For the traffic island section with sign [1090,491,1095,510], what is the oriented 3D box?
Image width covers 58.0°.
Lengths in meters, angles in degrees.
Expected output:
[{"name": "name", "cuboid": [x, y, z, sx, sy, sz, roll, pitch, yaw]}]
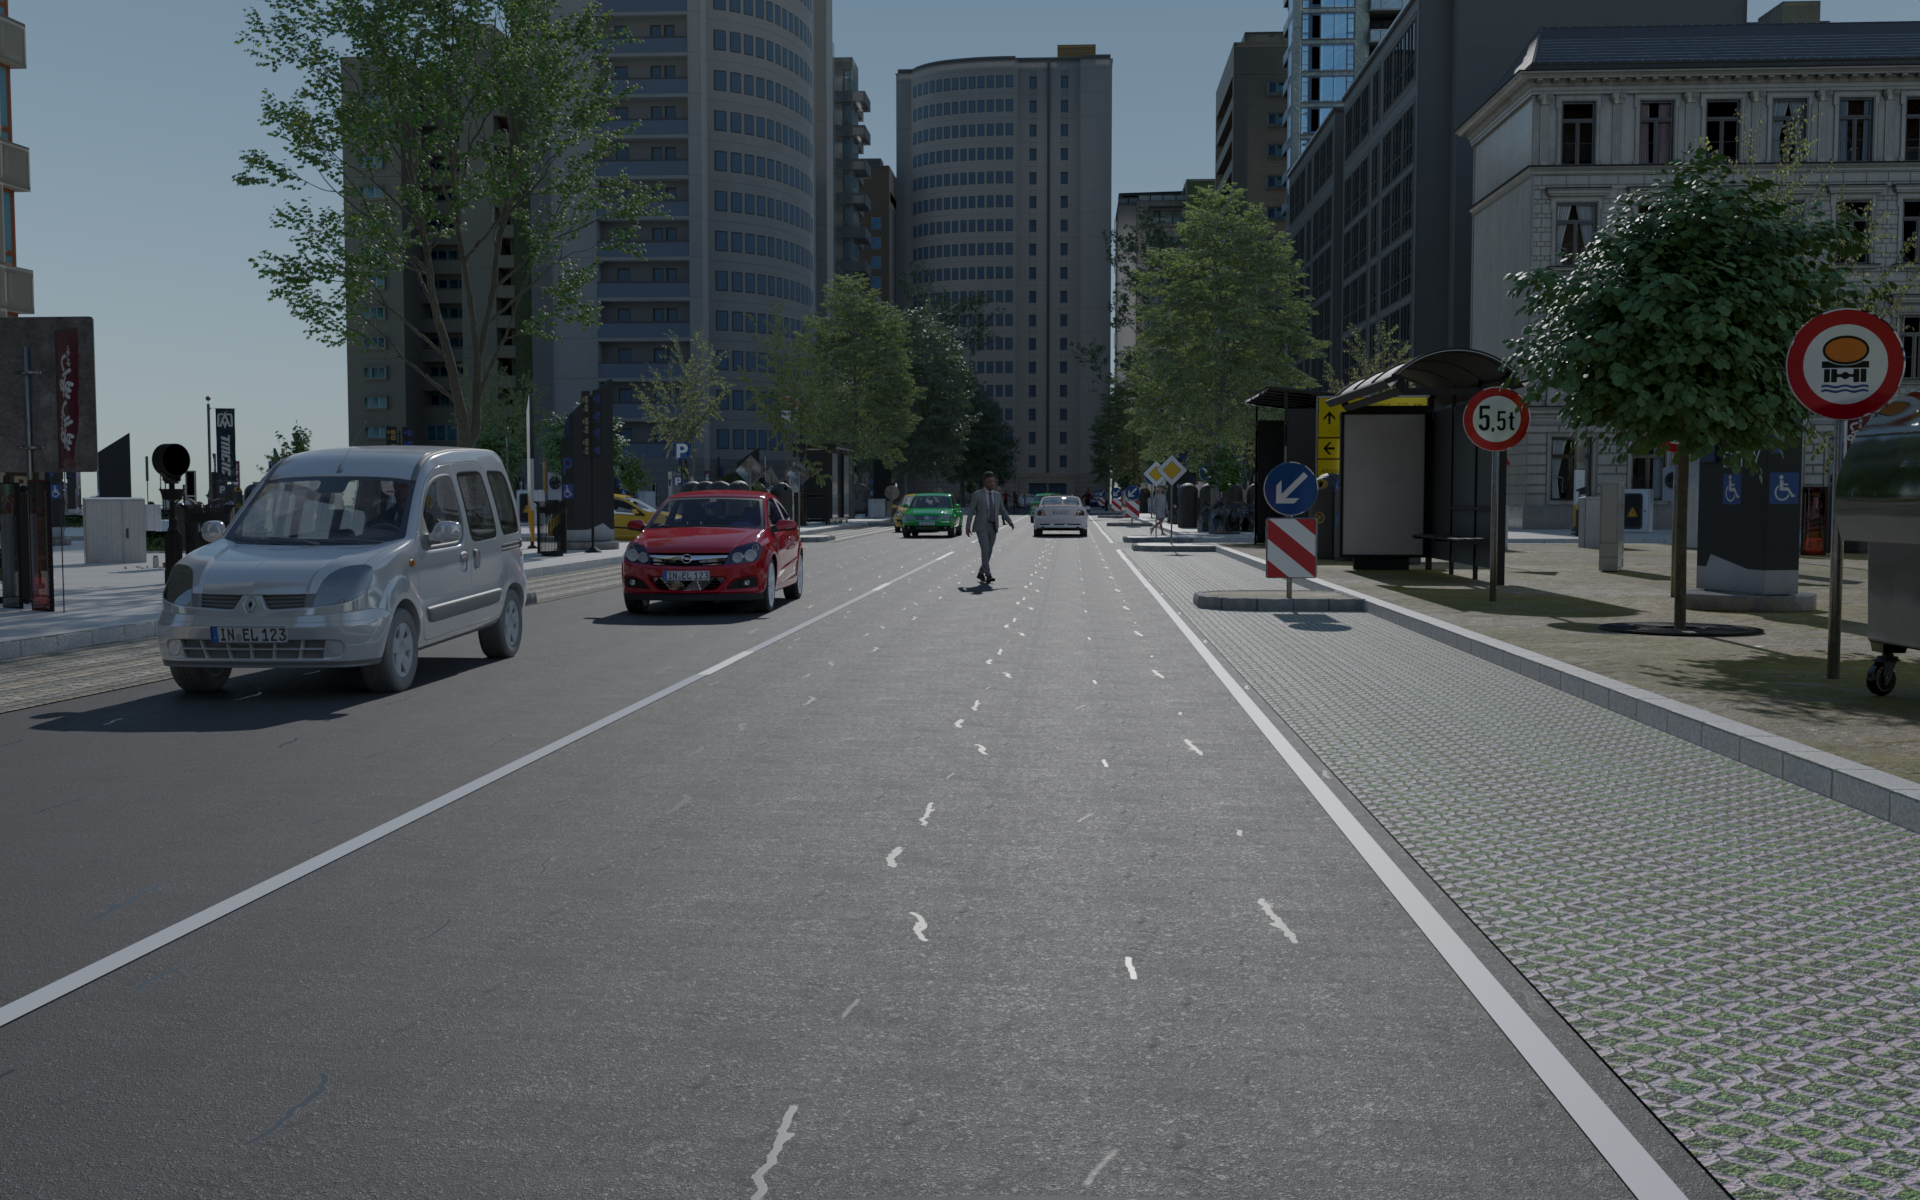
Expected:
[{"name": "traffic island section with sign", "cuboid": [12.435, -8.865, 153.574, 1.989, 1.847, 2.006, 0, 4, 4]}]

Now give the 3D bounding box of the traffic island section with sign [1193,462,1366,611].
[{"name": "traffic island section with sign", "cuboid": [3.998, -0.818, 22.004, 1.989, 1.847, 2.006, 0, 4, 4]}]

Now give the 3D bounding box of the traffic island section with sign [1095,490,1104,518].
[{"name": "traffic island section with sign", "cuboid": [9.234, -5.812, 103.659, 1.989, 1.847, 2.006, 0, 4, 4]}]

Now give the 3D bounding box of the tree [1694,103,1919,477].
[{"name": "tree", "cuboid": [15.750, -5.051, 32.951, 4.360, 8.622, 3.978, 0, 3, 0]}]

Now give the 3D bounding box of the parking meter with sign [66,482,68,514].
[{"name": "parking meter with sign", "cuboid": [-59.194, -7.210, 114.145, 1.738, 3.016, 0.543, 2, 4, 26]}]

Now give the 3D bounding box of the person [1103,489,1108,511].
[{"name": "person", "cuboid": [12.233, -8.354, 145.075, 0.705, 1.826, 1.348, 0, 4, -7]}]

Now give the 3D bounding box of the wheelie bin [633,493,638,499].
[{"name": "wheelie bin", "cuboid": [-19.228, -5.703, 101.155, 0.693, 1.594, 0.980, 2, 4, 33]}]

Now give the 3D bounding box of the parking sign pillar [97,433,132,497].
[{"name": "parking sign pillar", "cuboid": [-36.995, -5.337, 75.735, 1.447, 3.967, 1.447, -3, 4, -39]}]

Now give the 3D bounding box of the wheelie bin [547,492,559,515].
[{"name": "wheelie bin", "cuboid": [-24.665, -5.931, 104.880, 0.980, 1.594, 0.693, 2, 4, 28]}]

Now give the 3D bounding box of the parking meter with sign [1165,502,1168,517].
[{"name": "parking meter with sign", "cuboid": [12.162, -6.124, 96.392, 1.738, 3.016, 0.543, 0, 4, -6]}]

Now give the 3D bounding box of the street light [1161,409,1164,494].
[{"name": "street light", "cuboid": [10.228, -7.030, 87.724, 0.468, 5.910, 1.993, 0, 4, 4]}]

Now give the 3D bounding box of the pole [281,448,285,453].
[{"name": "pole", "cuboid": [-30.007, -5.077, 76.853, 0.158, 3.312, 0.155, 0, 3, 0]}]

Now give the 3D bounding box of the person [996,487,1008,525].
[{"name": "person", "cuboid": [1.807, -4.284, 78.949, 0.834, 1.777, 0.661, 3, 5, 40]}]

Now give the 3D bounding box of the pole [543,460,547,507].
[{"name": "pole", "cuboid": [-23.554, -6.386, 98.251, 0.158, 3.312, 0.155, 0, 3, 0]}]

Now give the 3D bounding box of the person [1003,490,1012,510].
[{"name": "person", "cuboid": [4.134, -9.094, 157.121, 1.348, 1.831, 0.705, 2, 4, 29]}]

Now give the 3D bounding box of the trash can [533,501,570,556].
[{"name": "trash can", "cuboid": [-8.433, -1.476, 35.784, 0.748, 1.137, 0.748, 0, 3, 0]}]

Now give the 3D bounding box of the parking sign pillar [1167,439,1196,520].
[{"name": "parking sign pillar", "cuboid": [10.889, -5.899, 84.923, 1.447, 3.967, 1.447, 2, 4, 33]}]

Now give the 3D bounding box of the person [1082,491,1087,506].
[{"name": "person", "cuboid": [13.916, -11.119, 190.393, 1.348, 1.812, 0.705, 2, 4, 29]}]

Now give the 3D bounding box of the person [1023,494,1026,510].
[{"name": "person", "cuboid": [5.954, -8.911, 157.413, 0.599, 1.433, 0.991, 0, 4, 1]}]

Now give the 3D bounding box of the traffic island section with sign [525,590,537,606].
[{"name": "traffic island section with sign", "cuboid": [-6.543, -0.829, 22.177, 1.989, 1.847, 2.006, 0, 4, 4]}]

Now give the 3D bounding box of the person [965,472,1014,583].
[{"name": "person", "cuboid": [0.446, -1.178, 28.038, 0.678, 1.792, 0.850, -2, 4, -27]}]

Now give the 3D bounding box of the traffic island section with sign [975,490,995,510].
[{"name": "traffic island section with sign", "cuboid": [1.939, -8.907, 154.254, 1.989, 1.847, 2.006, 0, 4, 4]}]

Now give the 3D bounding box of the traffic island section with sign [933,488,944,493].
[{"name": "traffic island section with sign", "cuboid": [-1.264, -5.852, 104.302, 1.989, 1.847, 2.006, 0, 4, 4]}]

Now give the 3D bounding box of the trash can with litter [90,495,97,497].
[{"name": "trash can with litter", "cuboid": [-58.977, -6.596, 118.908, 1.678, 1.210, 2.233, 3, 5, 43]}]

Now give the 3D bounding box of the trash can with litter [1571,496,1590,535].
[{"name": "trash can with litter", "cuboid": [19.998, -2.646, 54.318, 2.233, 1.210, 1.678, -3, 5, -40]}]

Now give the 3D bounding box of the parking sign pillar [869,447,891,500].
[{"name": "parking sign pillar", "cuboid": [-4.550, -6.748, 98.798, 1.447, 3.967, 1.447, -3, 5, -41]}]

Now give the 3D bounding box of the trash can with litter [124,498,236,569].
[{"name": "trash can with litter", "cuboid": [-13.192, -1.158, 29.993, 2.233, 1.210, 1.678, 1, 4, 23]}]

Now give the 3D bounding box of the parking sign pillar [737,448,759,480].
[{"name": "parking sign pillar", "cuboid": [-12.229, -6.822, 100.018, 1.447, 3.967, 1.447, 0, 4, -7]}]

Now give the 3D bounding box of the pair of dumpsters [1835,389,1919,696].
[{"name": "pair of dumpsters", "cuboid": [6.261, -0.393, 8.912, 1.574, 2.255, 4.437, 0, 4, 4]}]

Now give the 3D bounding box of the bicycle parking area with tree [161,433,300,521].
[{"name": "bicycle parking area with tree", "cuboid": [-33.069, -5.850, 82.653, 9.016, 4.147, 8.231, -3, 5, -42]}]

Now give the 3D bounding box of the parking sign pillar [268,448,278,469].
[{"name": "parking sign pillar", "cuboid": [-39.800, -6.866, 100.727, 1.447, 3.967, 1.447, -2, 4, -35]}]

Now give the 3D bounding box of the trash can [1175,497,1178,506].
[{"name": "trash can", "cuboid": [11.335, -4.706, 88.594, 0.748, 1.137, 0.748, 0, 3, 0]}]

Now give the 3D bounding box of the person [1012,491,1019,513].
[{"name": "person", "cuboid": [4.136, -7.255, 128.586, 0.415, 1.643, 0.593, 3, 5, 39]}]

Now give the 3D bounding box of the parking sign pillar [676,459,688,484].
[{"name": "parking sign pillar", "cuboid": [-15.326, -6.544, 95.465, 1.447, 3.967, 1.447, -1, 4, -18]}]

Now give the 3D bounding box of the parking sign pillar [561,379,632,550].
[{"name": "parking sign pillar", "cuboid": [-8.651, -3.166, 40.233, 1.447, 3.967, 1.447, 2, 4, 32]}]

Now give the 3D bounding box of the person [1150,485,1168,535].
[{"name": "person", "cuboid": [6.802, -3.061, 59.302, 0.760, 1.731, 0.466, 2, 4, 35]}]

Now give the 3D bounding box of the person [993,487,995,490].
[{"name": "person", "cuboid": [1.357, -3.895, 72.575, 0.661, 1.777, 0.834, 1, 4, 9]}]

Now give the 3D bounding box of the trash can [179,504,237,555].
[{"name": "trash can", "cuboid": [-10.513, -0.770, 24.240, 0.748, 1.137, 0.748, 0, 3, 0]}]

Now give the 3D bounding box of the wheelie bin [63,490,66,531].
[{"name": "wheelie bin", "cuboid": [-31.620, -3.218, 60.520, 0.693, 1.594, 0.980, -3, 4, -37]}]

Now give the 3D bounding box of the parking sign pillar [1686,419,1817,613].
[{"name": "parking sign pillar", "cuboid": [8.803, -1.886, 19.302, 1.447, 3.967, 1.447, -1, 4, -9]}]

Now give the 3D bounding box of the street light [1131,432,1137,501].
[{"name": "street light", "cuboid": [12.702, -9.397, 126.428, 0.468, 5.910, 1.993, 0, 4, 4]}]

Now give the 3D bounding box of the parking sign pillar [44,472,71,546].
[{"name": "parking sign pillar", "cuboid": [-23.012, -3.345, 43.156, 1.447, 3.967, 1.447, 1, 4, 23]}]

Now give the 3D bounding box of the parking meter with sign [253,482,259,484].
[{"name": "parking meter with sign", "cuboid": [-43.492, -6.804, 107.512, 1.738, 3.016, 0.543, 0, 4, -5]}]

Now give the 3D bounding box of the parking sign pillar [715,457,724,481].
[{"name": "parking sign pillar", "cuboid": [-17.484, -8.402, 125.844, 1.447, 3.967, 1.447, -1, 4, -17]}]

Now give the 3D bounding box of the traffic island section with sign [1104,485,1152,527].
[{"name": "traffic island section with sign", "cuboid": [7.502, -4.167, 76.759, 1.989, 1.847, 2.006, 0, 4, 4]}]

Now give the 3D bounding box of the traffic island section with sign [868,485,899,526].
[{"name": "traffic island section with sign", "cuboid": [-3.010, -4.197, 77.257, 1.989, 1.847, 2.006, 0, 4, 4]}]

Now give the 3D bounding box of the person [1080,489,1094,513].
[{"name": "person", "cuboid": [9.516, -7.382, 129.158, 1.348, 1.831, 0.705, 3, 5, 42]}]

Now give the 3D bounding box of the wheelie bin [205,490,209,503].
[{"name": "wheelie bin", "cuboid": [-42.953, -5.618, 99.765, 0.980, 1.594, 0.693, 0, 4, -2]}]
